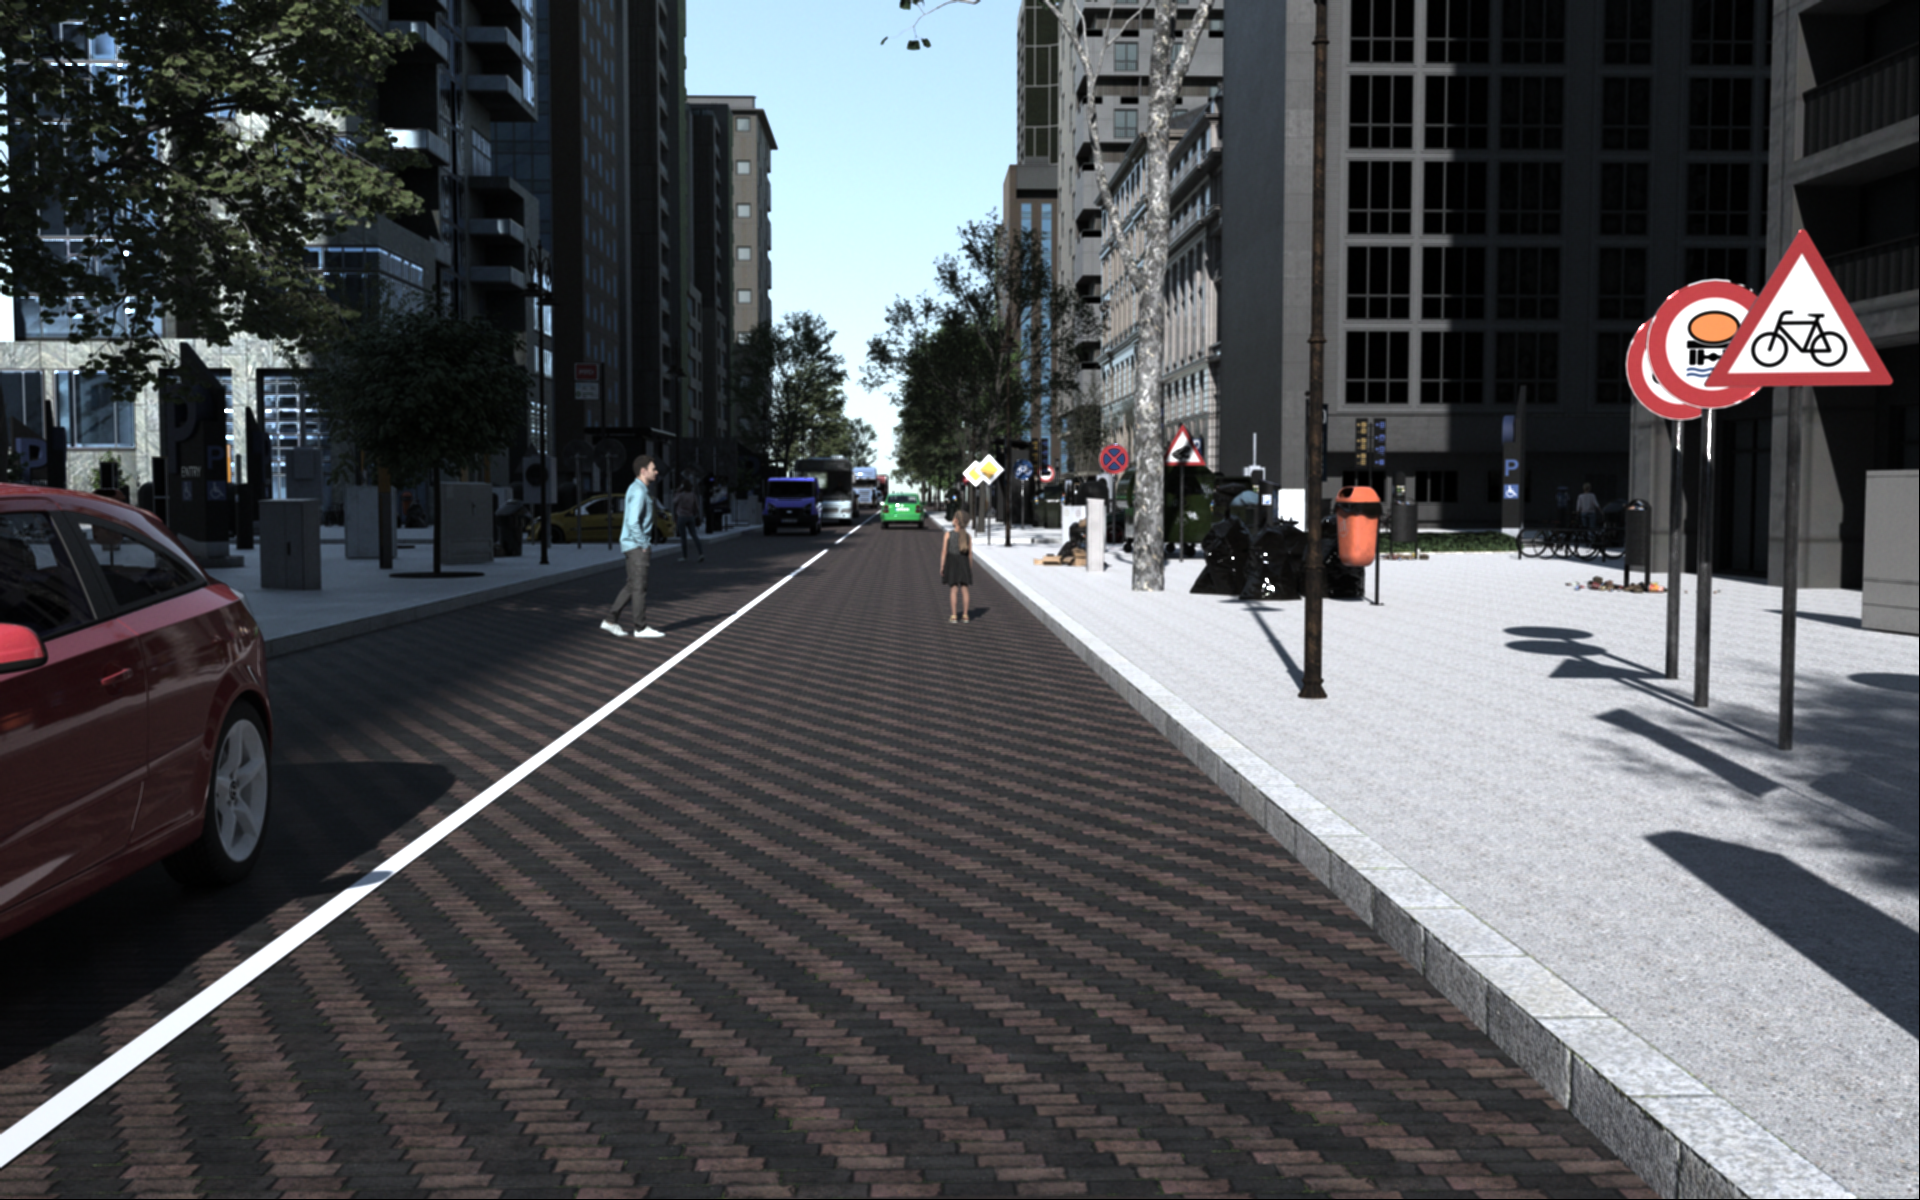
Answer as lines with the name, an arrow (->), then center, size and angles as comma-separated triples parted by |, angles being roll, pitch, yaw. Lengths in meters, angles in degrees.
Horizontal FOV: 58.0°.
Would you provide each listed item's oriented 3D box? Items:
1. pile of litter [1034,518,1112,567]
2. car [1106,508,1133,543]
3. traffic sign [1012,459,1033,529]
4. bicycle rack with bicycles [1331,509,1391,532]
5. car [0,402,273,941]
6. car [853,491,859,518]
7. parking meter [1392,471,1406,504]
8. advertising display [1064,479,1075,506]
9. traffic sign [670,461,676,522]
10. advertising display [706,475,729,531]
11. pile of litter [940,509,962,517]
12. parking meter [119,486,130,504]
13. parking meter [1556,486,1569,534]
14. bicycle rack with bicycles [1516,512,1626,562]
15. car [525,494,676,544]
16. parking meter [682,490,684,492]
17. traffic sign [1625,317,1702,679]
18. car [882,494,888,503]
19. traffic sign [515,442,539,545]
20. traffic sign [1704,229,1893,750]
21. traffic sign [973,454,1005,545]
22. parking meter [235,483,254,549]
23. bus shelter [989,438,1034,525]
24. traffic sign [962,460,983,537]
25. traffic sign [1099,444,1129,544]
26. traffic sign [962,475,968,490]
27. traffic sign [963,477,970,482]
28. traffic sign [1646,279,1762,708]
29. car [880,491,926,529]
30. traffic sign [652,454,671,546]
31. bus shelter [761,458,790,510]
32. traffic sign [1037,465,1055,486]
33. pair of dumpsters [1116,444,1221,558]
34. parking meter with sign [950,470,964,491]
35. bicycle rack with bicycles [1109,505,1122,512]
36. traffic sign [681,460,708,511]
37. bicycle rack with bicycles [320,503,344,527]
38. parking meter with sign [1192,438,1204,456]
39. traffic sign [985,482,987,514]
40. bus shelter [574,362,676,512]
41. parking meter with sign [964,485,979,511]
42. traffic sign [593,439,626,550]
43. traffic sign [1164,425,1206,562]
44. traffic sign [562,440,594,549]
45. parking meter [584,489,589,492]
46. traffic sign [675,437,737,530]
pile of litter -> 2.020, -1.058, 31.258 | 1.176, 0.858, 1.719 | -1, 4, -21
car -> 5.313, -2.267, 46.855 | 4.222, 1.686, 2.009 | 0, 3, 0
traffic sign -> 2.291, -3.857, 63.165 | 0.768, 2.556, 0.104 | 0, 4, -2
bicycle rack with bicycles -> 13.152, -2.770, 58.664 | 2.852, 0.926, 2.925 | -3, 5, -42
car -> -3.460, 0.253, 4.903 | 2.155, 1.783, 4.494 | 0, 4, -3
car -> -7.312, -6.008, 106.905 | 2.281, 1.827, 5.304 | 0, 4, -1
parking meter -> 11.138, -2.342, 44.008 | 0.255, 1.863, 0.399 | 0, 4, -2
advertising display -> 4.591, -4.124, 72.644 | 0.123, 1.923, 0.974 | -1, 4, -15
traffic sign -> -10.878, -4.024, 65.897 | 0.768, 2.556, 0.104 | 0, 4, 8
advertising display -> -8.401, -3.345, 59.911 | 0.123, 1.923, 0.974 | 3, 4, 38
pile of litter -> -0.251, -5.151, 98.175 | 1.719, 0.858, 1.176 | 2, 4, 33
parking meter -> -25.264, -2.683, 52.283 | 0.372, 1.533, 0.369 | 0, 3, 0
parking meter -> 19.497, -2.915, 56.074 | 0.372, 1.533, 0.369 | 0, 3, 0
bicycle rack with bicycles -> 12.222, -1.267, 34.092 | 2.852, 0.926, 2.925 | -3, 5, -40
car -> -9.719, -2.244, 46.910 | 3.980, 1.641, 2.015 | 0, 4, -3
parking meter -> -13.192, -4.749, 83.360 | 0.399, 1.863, 0.255 | 1, 4, 20
traffic sign -> 4.940, -0.724, 11.945 | 0.768, 2.556, 0.104 | 0, 4, 1
car -> -5.537, -8.272, 145.036 | 2.009, 1.686, 4.222 | 0, 4, -2
traffic sign -> -10.746, -2.662, 43.528 | 0.884, 2.594, 0.081 | 0, 4, -1
traffic sign -> 4.141, -0.527, 8.617 | 0.884, 2.594, 0.081 | 0, 4, 7
traffic sign -> 0.724, -2.425, 43.294 | 0.795, 2.450, 0.064 | 0, 4, -2
parking meter -> -16.690, -1.956, 40.392 | 0.372, 1.533, 0.369 | 0, 3, 0
bus shelter -> 2.227, -5.148, 75.460 | 1.731, 3.624, 6.357 | 0, 4, -2
traffic sign -> 0.464, -2.913, 51.275 | 0.795, 2.450, 0.064 | 0, 4, -2
traffic sign -> 3.943, -2.704, 44.322 | 0.768, 2.556, 0.104 | 0, 4, 8
traffic sign -> 0.494, -6.571, 107.535 | 0.768, 2.556, 0.104 | 0, 4, 1
traffic sign -> 0.570, -4.520, 73.902 | 0.884, 2.594, 0.081 | 0, 4, 3
traffic sign -> 4.470, -0.628, 10.366 | 0.768, 2.556, 0.104 | 0, 4, 5
car -> -2.377, -3.868, 72.038 | 1.959, 1.807, 4.718 | 0, 4, -1
traffic sign -> -7.566, -2.410, 43.045 | 0.795, 2.450, 0.064 | 0, 4, -2
bus shelter -> -12.439, -7.631, 116.055 | 1.731, 3.624, 6.357 | 0, 4, -2
traffic sign -> 3.723, -4.586, 75.089 | 0.768, 2.556, 0.104 | 0, 4, 5
pair of dumpsters -> 4.256, -2.028, 35.658 | 1.574, 2.255, 4.437 | 0, 4, -2
parking meter with sign -> 0.099, -7.972, 126.596 | 1.738, 3.016, 0.543 | 0, 4, 6
bicycle rack with bicycles -> 7.055, -4.277, 83.313 | 2.925, 0.926, 2.852 | 0, 4, 7
traffic sign -> -7.827, -2.898, 51.025 | 0.795, 2.450, 0.064 | 0, 4, -2
bicycle rack with bicycles -> -25.319, -3.410, 69.143 | 2.852, 0.926, 2.925 | 1, 4, 16
parking meter with sign -> 6.716, -3.531, 53.989 | 1.738, 3.016, 0.543 | -2, 4, -27
traffic sign -> 1.372, -5.790, 94.773 | 0.768, 2.556, 0.104 | 0, 4, 0
bus shelter -> -10.757, -4.769, 55.598 | 2.179, 5.291, 8.768 | 0, 4, -2
parking meter with sign -> 1.301, -7.008, 110.848 | 1.738, 3.016, 0.543 | 1, 4, 11
traffic sign -> -8.054, -2.428, 39.799 | 0.768, 2.556, 0.104 | 0, 4, 4
traffic sign -> 4.170, -1.991, 32.559 | 0.884, 2.594, 0.081 | 0, 4, -1
traffic sign -> -8.947, -2.479, 40.635 | 0.768, 2.556, 0.104 | 0, 4, 2
parking meter -> -19.571, -5.028, 90.621 | 0.372, 1.533, 0.369 | 0, 3, 0
traffic sign -> -9.093, -4.172, 62.079 | 2.265, 3.308, 0.079 | 0, 4, 7
